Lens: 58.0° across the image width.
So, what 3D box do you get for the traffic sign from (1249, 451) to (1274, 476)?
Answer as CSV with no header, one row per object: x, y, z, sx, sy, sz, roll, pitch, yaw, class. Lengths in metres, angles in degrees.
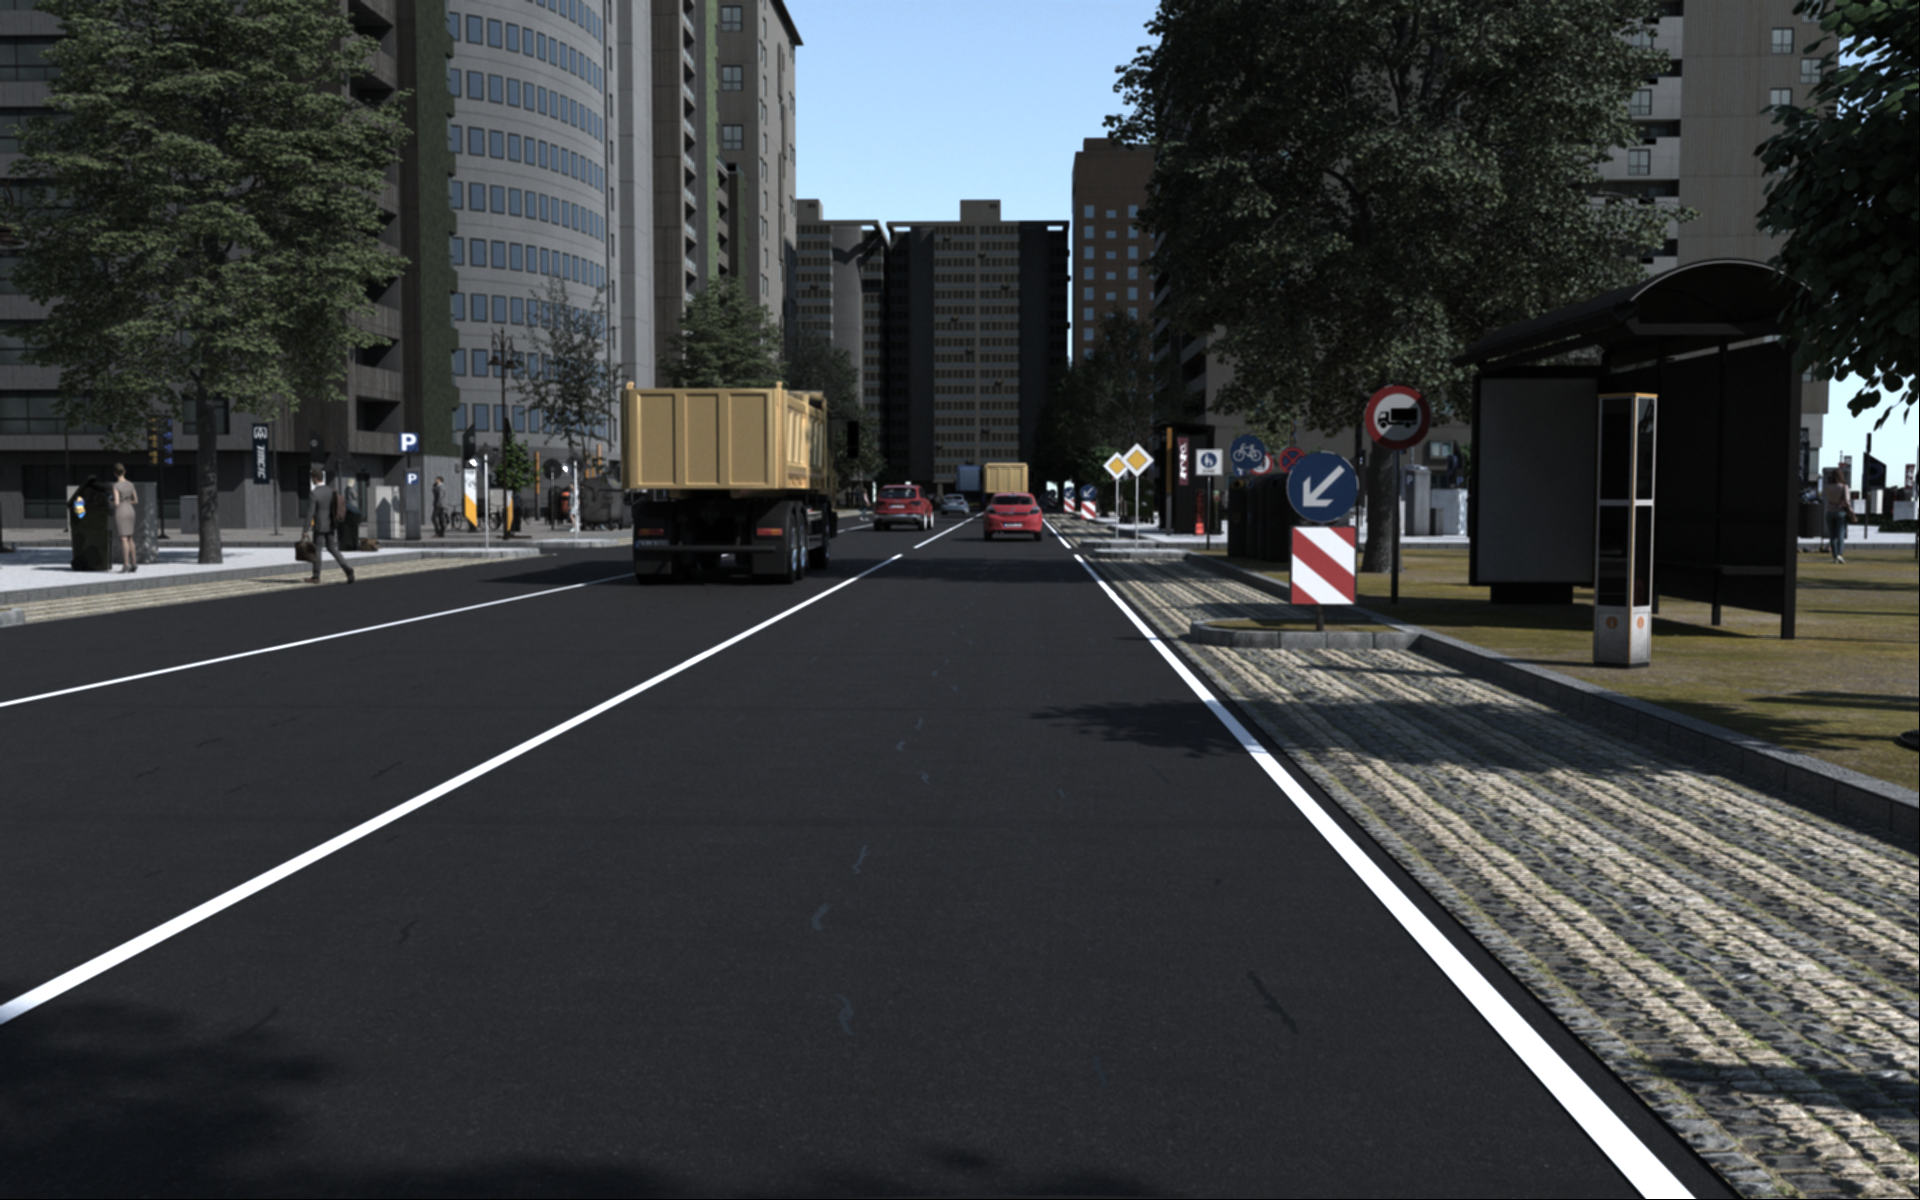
8.612,-3.036,49.753,0.768,2.556,0.104,0,4,6,traffic sign

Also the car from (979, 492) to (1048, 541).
1.656,-2.748,53.972,2.155,1.783,4.494,0,4,2,car

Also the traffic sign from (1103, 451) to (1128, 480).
4.293,-2.749,47.144,0.795,2.593,0.064,0,4,2,traffic sign

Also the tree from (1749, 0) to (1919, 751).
5.452,-1.512,8.427,4.285,4.588,4.351,0,3,0,tree

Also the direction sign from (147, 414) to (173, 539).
-22.806,-3.513,49.440,0.379,3.537,0.876,1,4,21,direction sign

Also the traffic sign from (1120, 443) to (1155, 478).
4.017,-2.261,39.164,0.795,2.593,0.064,0,4,2,traffic sign

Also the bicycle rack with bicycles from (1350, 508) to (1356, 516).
18.017,-4.388,85.120,2.925,0.926,2.852,-3,4,-38,bicycle rack with bicycles

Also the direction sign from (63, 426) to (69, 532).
-30.109,-4.064,58.447,0.379,3.537,0.876,-2,4,-24,direction sign

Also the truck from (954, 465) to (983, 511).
0.726,-10.106,154.995,2.967,4.110,18.799,0,4,1,truck

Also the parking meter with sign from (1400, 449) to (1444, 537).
13.908,-3.440,52.507,1.738,3.016,0.543,-2,4,-29,parking meter with sign

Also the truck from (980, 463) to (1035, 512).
2.851,-6.750,106.290,3.469,3.379,9.791,0,4,3,truck

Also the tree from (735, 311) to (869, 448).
-11.079,-12.542,115.424,12.009,13.543,11.850,0,3,0,tree

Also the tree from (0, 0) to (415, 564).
-13.404,-6.932,31.464,7.486,12.596,7.792,0,3,0,tree

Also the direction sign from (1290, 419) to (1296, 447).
9.569,-3.535,49.790,0.379,3.537,0.876,1,4,19,direction sign

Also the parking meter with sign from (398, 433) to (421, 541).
-15.364,-3.193,48.458,0.543,3.016,1.738,-1,4,-20,parking meter with sign

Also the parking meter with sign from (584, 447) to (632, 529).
-13.097,-4.163,64.328,1.738,3.016,0.543,-1,4,-15,parking meter with sign

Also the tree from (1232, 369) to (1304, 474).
17.763,-9.081,98.834,4.737,8.622,4.395,0,3,0,tree

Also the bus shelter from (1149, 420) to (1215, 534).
7.435,-4.090,58.162,1.731,3.624,6.357,0,4,2,bus shelter

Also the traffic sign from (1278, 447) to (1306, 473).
8.977,-2.855,46.784,0.768,2.556,0.104,0,4,6,traffic sign

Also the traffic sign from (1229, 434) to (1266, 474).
6.126,-2.256,36.996,0.768,2.556,0.104,0,4,5,traffic sign

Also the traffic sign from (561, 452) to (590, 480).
-10.592,-2.782,47.676,0.795,2.593,0.064,0,4,2,traffic sign

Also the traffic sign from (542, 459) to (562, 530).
-14.658,-3.801,62.251,0.768,2.556,0.104,1,4,9,traffic sign

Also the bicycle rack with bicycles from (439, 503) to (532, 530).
-17.195,-3.010,62.596,2.852,0.926,2.925,-3,5,-39,bicycle rack with bicycles

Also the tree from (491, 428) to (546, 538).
-12.932,-3.427,50.634,1.663,3.219,1.824,0,3,0,tree

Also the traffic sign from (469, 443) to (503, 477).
-10.867,-2.294,39.696,0.795,2.593,0.064,0,4,2,traffic sign

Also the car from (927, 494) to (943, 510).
-2.471,-9.206,160.749,2.015,1.641,3.980,0,4,0,car

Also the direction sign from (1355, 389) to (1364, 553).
8.674,-2.797,37.730,0.379,3.537,0.876,0,4,5,direction sign

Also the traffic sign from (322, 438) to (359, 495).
-14.457,-2.471,40.408,0.884,2.594,0.081,0,4,4,traffic sign

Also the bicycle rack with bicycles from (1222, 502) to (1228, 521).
12.966,-4.254,82.934,2.852,0.926,2.925,-3,5,-41,bicycle rack with bicycles

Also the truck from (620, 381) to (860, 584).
-3.813,-2.156,31.177,3.469,3.379,9.791,0,4,1,truck

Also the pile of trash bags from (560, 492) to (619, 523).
-16.685,-4.116,77.055,1.912,1.369,3.447,1,4,20,pile of trash bags

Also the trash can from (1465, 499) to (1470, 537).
14.676,-2.287,49.054,0.748,1.137,0.748,0,3,0,trash can

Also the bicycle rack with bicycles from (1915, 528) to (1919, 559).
20.338,-1.251,33.839,2.925,0.926,2.852,-2,4,-23,bicycle rack with bicycles

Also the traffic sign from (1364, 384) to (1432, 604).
5.072,-1.225,20.143,0.768,2.556,0.104,0,4,7,traffic sign

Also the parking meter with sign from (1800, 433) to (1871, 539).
25.175,-3.276,49.831,1.738,3.016,0.543,2,4,24,parking meter with sign

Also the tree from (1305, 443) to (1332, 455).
23.178,-7.840,111.902,4.285,4.588,4.351,0,3,0,tree

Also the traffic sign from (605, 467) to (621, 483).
-13.069,-3.858,65.201,0.606,2.300,0.079,0,4,4,traffic sign

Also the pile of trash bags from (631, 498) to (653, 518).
-17.429,-5.026,91.935,3.447,1.369,1.912,3,5,41,pile of trash bags

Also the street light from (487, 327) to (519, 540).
-12.638,-4.601,48.009,0.468,5.910,1.993,0,4,2,street light

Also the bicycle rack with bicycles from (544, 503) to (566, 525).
-17.421,-3.574,71.818,2.852,0.926,2.925,0,4,1,bicycle rack with bicycles

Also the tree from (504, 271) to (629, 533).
-12.700,-6.512,56.838,4.360,8.622,3.978,0,3,0,tree

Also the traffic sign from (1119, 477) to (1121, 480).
9.132,-6.108,99.965,0.768,2.556,0.104,0,4,6,traffic sign

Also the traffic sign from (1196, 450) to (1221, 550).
5.716,-2.306,39.830,0.606,2.300,0.079,1,4,12,traffic sign

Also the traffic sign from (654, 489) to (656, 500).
-12.403,-4.298,70.382,0.768,2.556,0.104,0,4,8,traffic sign

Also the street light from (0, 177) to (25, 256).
-13.429,-3.116,23.731,0.468,5.910,1.993,0,4,2,street light

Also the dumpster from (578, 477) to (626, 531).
-12.649,-3.382,61.052,1.264,1.857,1.865,0,4,2,dumpster

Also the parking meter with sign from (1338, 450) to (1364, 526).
15.070,-4.422,68.555,1.738,3.016,0.543,0,4,6,parking meter with sign

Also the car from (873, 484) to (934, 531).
-2.225,-3.662,68.549,2.281,1.827,5.304,0,4,4,car

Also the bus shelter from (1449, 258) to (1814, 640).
6.669,-1.451,17.643,2.014,3.302,5.546,0,4,2,bus shelter

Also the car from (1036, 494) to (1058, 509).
7.926,-8.890,157.348,2.014,1.417,4.499,0,4,1,car

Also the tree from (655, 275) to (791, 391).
-12.440,-10.540,90.452,7.486,12.596,7.792,0,3,0,tree

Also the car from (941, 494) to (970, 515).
-0.352,-6.626,120.333,2.014,1.417,4.499,0,4,4,car

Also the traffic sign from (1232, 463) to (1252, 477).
9.250,-3.453,56.554,0.768,2.556,0.104,0,4,4,traffic sign

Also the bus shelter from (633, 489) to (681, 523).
-13.544,-6.249,79.809,2.179,5.291,8.768,0,4,2,bus shelter

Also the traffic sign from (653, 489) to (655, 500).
-12.331,-4.264,69.721,0.884,2.594,0.081,0,4,4,traffic sign

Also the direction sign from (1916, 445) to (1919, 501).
44.084,-5.367,79.741,0.379,3.537,0.876,2,4,29,direction sign

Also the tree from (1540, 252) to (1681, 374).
19.354,-6.229,52.203,4.360,8.622,3.978,0,3,0,tree
